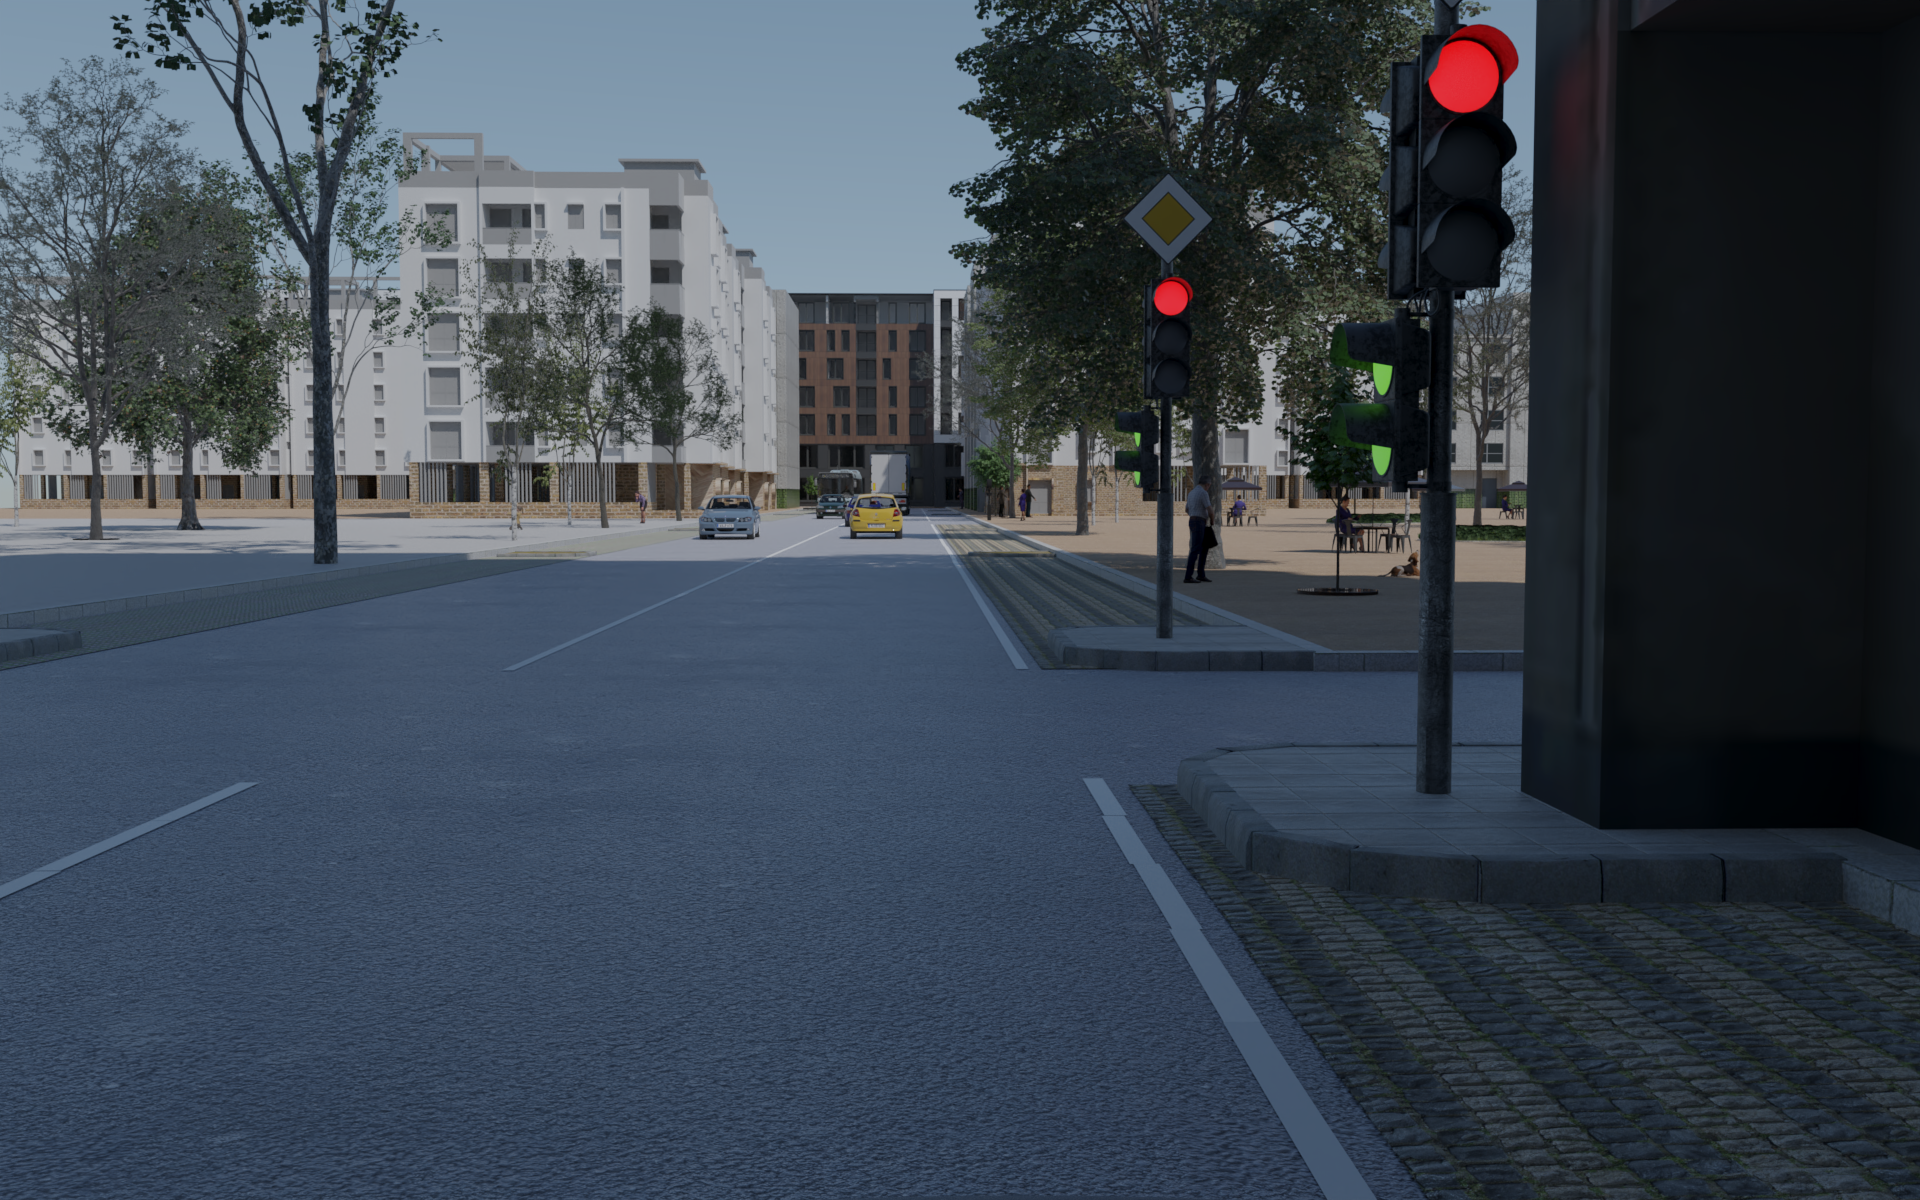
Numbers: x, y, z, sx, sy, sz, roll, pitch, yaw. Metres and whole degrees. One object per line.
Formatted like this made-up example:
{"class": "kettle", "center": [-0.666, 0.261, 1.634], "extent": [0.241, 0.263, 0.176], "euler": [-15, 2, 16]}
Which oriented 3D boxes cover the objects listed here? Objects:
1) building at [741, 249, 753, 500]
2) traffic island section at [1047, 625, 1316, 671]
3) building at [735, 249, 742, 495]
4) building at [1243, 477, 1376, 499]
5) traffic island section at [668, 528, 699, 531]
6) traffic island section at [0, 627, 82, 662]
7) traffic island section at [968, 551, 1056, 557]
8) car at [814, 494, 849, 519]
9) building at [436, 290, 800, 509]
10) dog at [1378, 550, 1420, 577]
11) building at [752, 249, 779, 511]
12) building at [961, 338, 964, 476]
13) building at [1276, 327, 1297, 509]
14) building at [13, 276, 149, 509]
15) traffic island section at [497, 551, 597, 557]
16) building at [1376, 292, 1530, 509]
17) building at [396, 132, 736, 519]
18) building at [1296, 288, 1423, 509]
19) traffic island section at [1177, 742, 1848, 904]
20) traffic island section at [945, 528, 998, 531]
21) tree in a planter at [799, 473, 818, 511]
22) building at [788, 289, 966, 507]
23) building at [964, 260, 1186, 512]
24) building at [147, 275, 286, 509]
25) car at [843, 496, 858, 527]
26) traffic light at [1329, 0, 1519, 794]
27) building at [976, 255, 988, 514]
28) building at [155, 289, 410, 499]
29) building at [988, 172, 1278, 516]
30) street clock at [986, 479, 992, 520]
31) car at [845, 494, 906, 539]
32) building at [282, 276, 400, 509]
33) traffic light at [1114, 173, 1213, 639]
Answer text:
{"class": "building", "center": [-23.059, -16.074, 119.237], "extent": [16.016, 20.091, 11.380], "euler": [0, 4, -2]}
{"class": "traffic island section", "center": [1.845, 0.418, 15.450], "extent": [2.009, 0.180, 2.903], "euler": [0, 4, -2]}
{"class": "building", "center": [-22.400, -15.381, 107.892], "extent": [16.016, 20.091, 11.380], "euler": [0, 4, -2]}
{"class": "building", "center": [28.054, -21.077, 188.580], "extent": [32.646, 21.610, 27.936], "euler": [0, 4, -2]}
{"class": "traffic island section", "center": [-10.235, -2.723, 67.395], "extent": [1.991, 0.108, 1.994], "euler": [0, 4, -2]}
{"class": "traffic island section", "center": [-9.132, 0.436, 15.155], "extent": [2.009, 0.180, 2.903], "euler": [0, 4, -2]}
{"class": "traffic island section", "center": [1.177, -1.054, 40.106], "extent": [1.991, 0.108, 1.994], "euler": [0, 4, -2]}
{"class": "car", "center": [-7.401, -5.545, 100.454], "extent": [2.009, 1.686, 4.222], "euler": [0, 4, -1]}
{"class": "building", "center": [-30.991, -17.823, 157.856], "extent": [31.486, 18.905, 16.747], "euler": [0, 4, -2]}
{"class": "dog", "center": [6.907, -0.569, 27.036], "extent": [0.748, 0.427, 0.550], "euler": [1, 4, 20]}
{"class": "building", "center": [-22.461, -16.817, 131.378], "extent": [16.016, 20.091, 11.380], "euler": [0, 4, -2]}
{"class": "building", "center": [8.184, -18.636, 161.122], "extent": [16.016, 20.091, 11.380], "euler": [0, 4, -2]}
{"class": "building", "center": [23.273, -18.526, 159.312], "extent": [11.380, 20.091, 16.016], "euler": [0, 4, -2]}
{"class": "building", "center": [-76.172, -18.395, 157.183], "extent": [11.380, 20.091, 16.016], "euler": [0, 4, -2]}
{"class": "traffic island section", "center": [-9.485, -1.050, 40.041], "extent": [1.991, 0.108, 1.994], "euler": [0, 4, -2]}
{"class": "building", "center": [56.549, -17.984, 160.501], "extent": [31.486, 18.905, 16.747], "euler": [0, 4, -2]}
{"class": "building", "center": [-21.244, -14.639, 95.772], "extent": [16.016, 20.091, 11.380], "euler": [0, 4, -2]}
{"class": "building", "center": [35.123, -18.563, 159.919], "extent": [11.380, 20.091, 16.016], "euler": [0, 4, -2]}
{"class": "traffic island section", "center": [2.064, 0.906, 7.468], "extent": [2.009, 0.180, 2.903], "euler": [0, 4, -2]}
{"class": "traffic island section", "center": [0.429, -2.702, 67.040], "extent": [1.991, 0.108, 1.994], "euler": [0, 4, -2]}
{"class": "tree in a planter", "center": [-12.357, -8.998, 144.331], "extent": [1.991, 3.239, 1.994], "euler": [0, 4, -2]}
{"class": "building", "center": [-5.169, -20.971, 186.854], "extent": [32.646, 21.610, 27.936], "euler": [0, 4, -2]}
{"class": "building", "center": [9.202, -16.717, 139.786], "extent": [16.747, 18.905, 31.486], "euler": [0, 4, -2]}
{"class": "building", "center": [-63.902, -18.334, 156.179], "extent": [11.380, 20.091, 16.016], "euler": [0, 4, -2]}
{"class": "car", "center": [-4.234, -3.930, 76.830], "extent": [1.945, 1.354, 3.894], "euler": [0, 4, -3]}
{"class": "traffic light", "center": [2.024, -1.127, 7.353], "extent": [0.839, 4.253, 0.868], "euler": [0, 4, -2]}
{"class": "building", "center": [9.174, -15.982, 117.730], "extent": [16.016, 20.091, 11.380], "euler": [0, 4, -2]}
{"class": "building", "center": [-72.049, -20.928, 186.146], "extent": [32.646, 21.610, 27.936], "euler": [0, 4, -2]}
{"class": "building", "center": [10.130, -15.289, 106.394], "extent": [16.016, 20.091, 11.380], "euler": [0, 4, -2]}
{"class": "street clock", "center": [1.421, -4.873, 84.251], "extent": [0.358, 2.002, 0.471], "euler": [0, 4, -3]}
{"class": "car", "center": [-2.742, -2.833, 56.551], "extent": [2.015, 1.641, 3.980], "euler": [0, 4, -3]}
{"class": "building", "center": [-52.549, -18.403, 157.309], "extent": [11.380, 20.091, 16.016], "euler": [0, 4, -2]}
{"class": "traffic light", "center": [1.805, -1.616, 15.335], "extent": [0.839, 4.253, 0.868], "euler": [0, 4, -2]}
